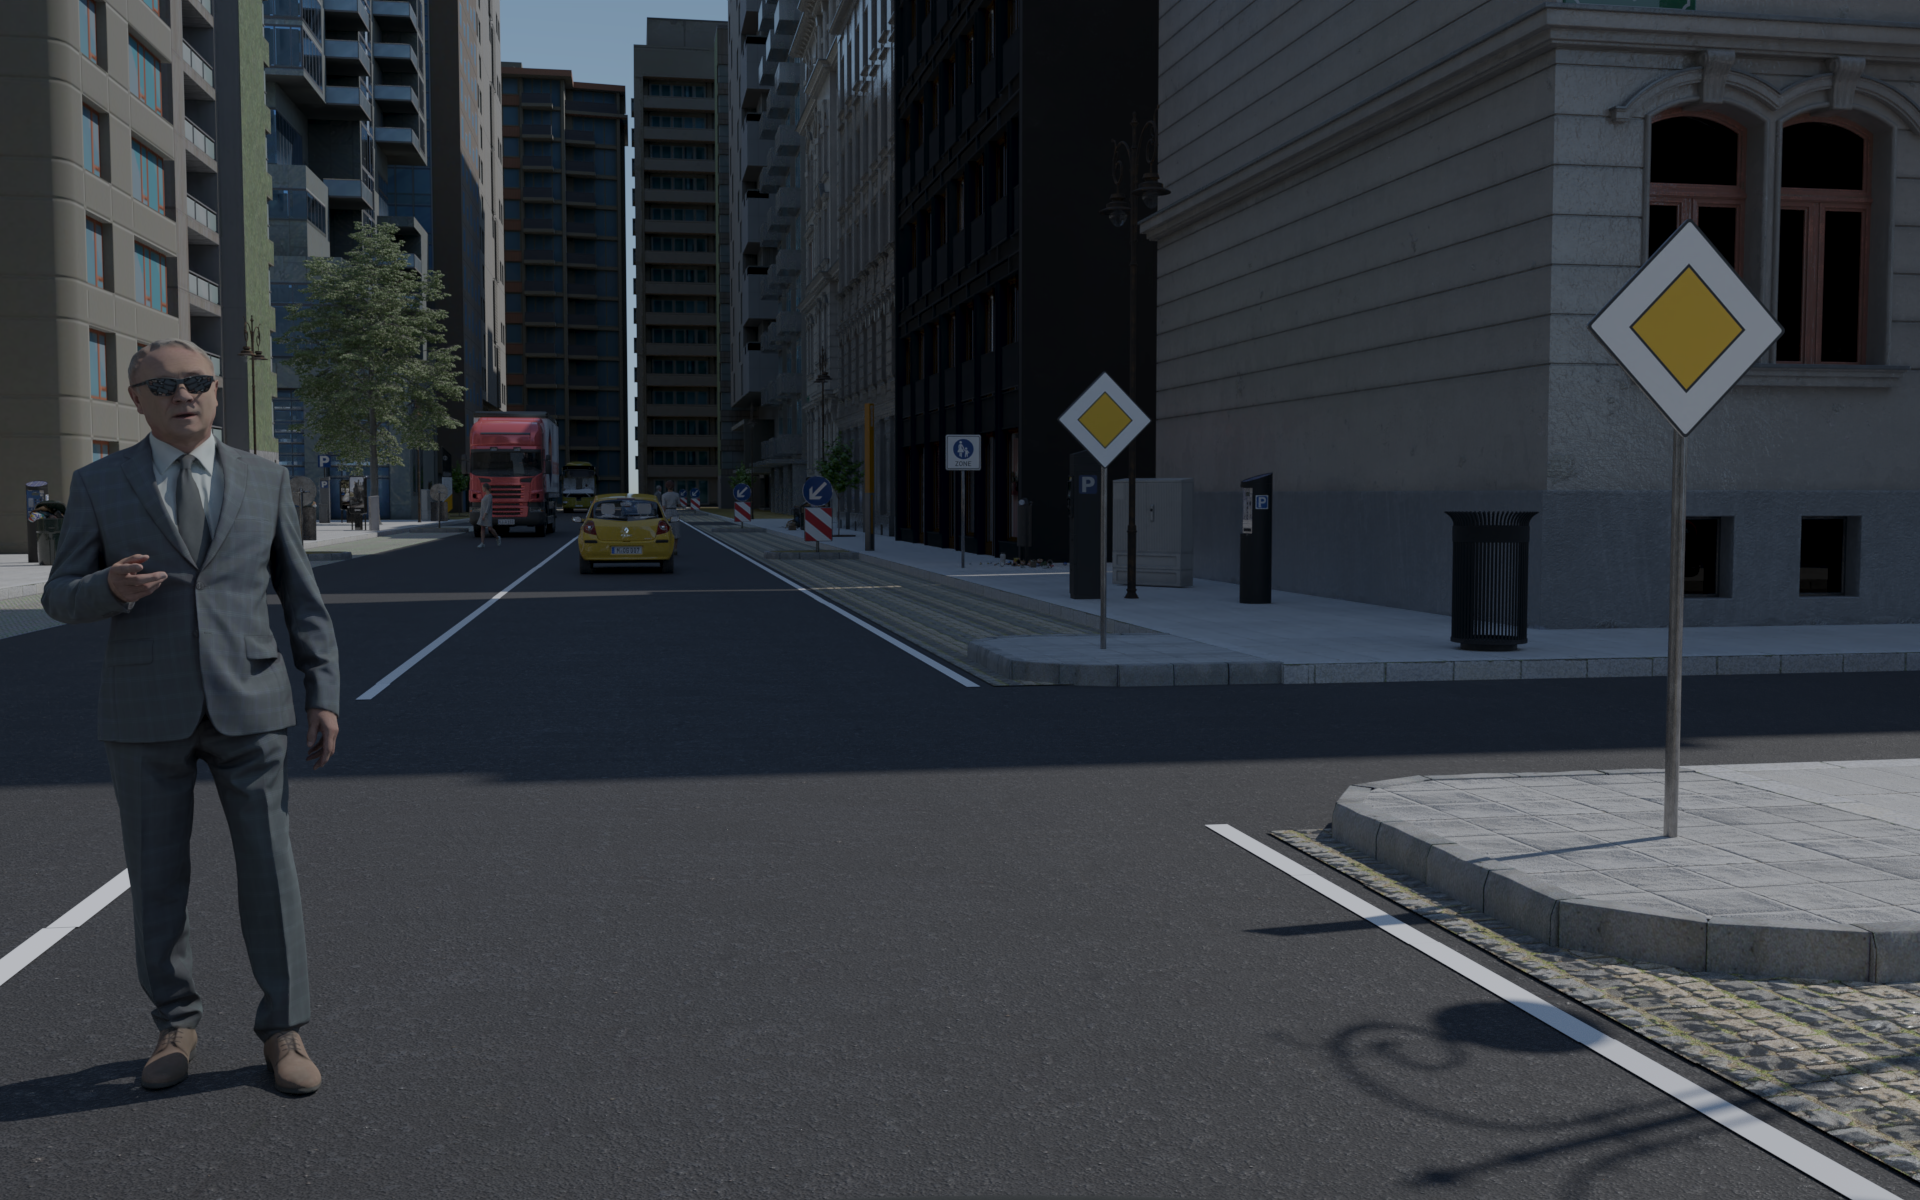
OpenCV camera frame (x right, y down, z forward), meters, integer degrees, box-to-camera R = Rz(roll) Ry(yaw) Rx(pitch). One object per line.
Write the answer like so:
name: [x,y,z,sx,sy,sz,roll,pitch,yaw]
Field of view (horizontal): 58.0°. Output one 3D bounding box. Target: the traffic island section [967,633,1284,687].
traffic island section: [1.205,0.485,14.354,2.009,0.180,2.903,-1,4,-11]

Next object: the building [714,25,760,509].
building: [-14.974,-28.904,156.175,14.154,41.232,14.086,-1,4,-11]

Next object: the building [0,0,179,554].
building: [-31.503,-11.227,28.600,27.650,21.520,28.899,-1,4,-11]

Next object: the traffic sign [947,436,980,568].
traffic sign: [0.051,-1.705,30.005,0.606,2.300,0.079,-1,4,-9]

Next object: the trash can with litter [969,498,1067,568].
trash can with litter: [1.112,-1.208,30.812,1.678,1.210,2.233,-1,4,-8]

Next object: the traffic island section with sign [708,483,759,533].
traffic island section with sign: [-8.330,-3.451,65.054,1.989,1.847,2.006,-1,4,-11]

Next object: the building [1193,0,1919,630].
building: [15.266,-14.450,23.649,23.554,28.519,14.401,-1,4,-11]

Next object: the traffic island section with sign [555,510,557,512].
traffic island section with sign: [-33.565,-8.027,139.870,1.989,1.847,2.006,-1,4,-11]

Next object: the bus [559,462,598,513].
bus: [-29.621,-8.768,134.898,2.896,3.916,12.252,-1,4,-11]

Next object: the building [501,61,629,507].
building: [-48.603,-32.010,177.991,28.867,44.769,22.147,-1,4,-11]

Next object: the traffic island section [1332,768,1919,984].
traffic island section: [2.680,0.965,6.506,2.009,0.180,2.903,-1,4,-11]

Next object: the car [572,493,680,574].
car: [-6.272,-1.366,32.553,2.015,1.641,3.980,-1,4,-11]

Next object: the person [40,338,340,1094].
person: [-1.817,0.277,4.148,0.661,1.801,0.590,-2,4,-29]

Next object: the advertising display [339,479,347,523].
advertising display: [-27.034,-4.379,76.810,0.123,1.923,0.974,3,5,40]

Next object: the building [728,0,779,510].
building: [-3.961,-33.458,136.270,28.713,52.752,27.495,-1,4,-11]

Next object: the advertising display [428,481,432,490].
advertising display: [-25.905,-4.862,84.711,0.123,1.923,0.974,-1,4,-13]

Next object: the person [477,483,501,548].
person: [-12.720,-2.288,46.653,0.466,1.731,0.760,2,4,25]

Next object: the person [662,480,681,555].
person: [-6.796,-1.935,40.702,0.480,1.755,0.524,-2,4,-26]

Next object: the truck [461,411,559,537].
truck: [-15.641,-4.413,61.062,2.839,4.237,11.283,-1,4,-10]

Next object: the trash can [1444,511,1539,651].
trash can: [4.375,-0.162,14.301,0.748,1.137,0.748,0,3,0]

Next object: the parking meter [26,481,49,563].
parking meter: [-17.251,-1.467,32.404,0.372,1.533,0.369,0,3,0]

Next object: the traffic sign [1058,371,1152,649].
traffic sign: [1.183,-0.650,14.272,0.795,2.450,0.064,-1,4,-11]

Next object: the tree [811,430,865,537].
tree: [-3.516,-3.517,52.099,1.663,3.219,1.824,0,3,0]

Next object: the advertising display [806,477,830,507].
advertising display: [-5.321,-3.656,64.985,0.974,1.923,0.123,1,4,23]

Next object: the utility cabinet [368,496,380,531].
utility cabinet: [-20.635,-3.045,60.952,0.306,1.237,1.020,-1,4,-23]

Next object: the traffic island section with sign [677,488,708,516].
traffic island section with sign: [-17.716,-6.504,114.973,1.989,1.847,2.006,-1,4,-11]

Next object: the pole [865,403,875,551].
pole: [-2.038,-2.764,39.029,0.158,3.312,0.155,0,3,0]

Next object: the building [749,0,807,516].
building: [-0.757,-29.844,107.557,23.786,49.044,30.456,-1,4,-11]

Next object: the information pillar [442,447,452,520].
information pillar: [-25.386,-5.769,85.679,0.504,3.616,0.183,-3,5,-40]

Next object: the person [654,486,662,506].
person: [-12.125,-3.736,69.987,0.834,1.777,0.661,-2,4,-31]

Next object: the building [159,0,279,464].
building: [-32.148,-22.917,58.291,14.154,41.232,14.086,-1,4,-11]

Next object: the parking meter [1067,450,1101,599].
parking meter: [1.520,-0.945,21.170,0.399,1.863,0.255,-1,4,-9]

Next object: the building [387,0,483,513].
building: [-41.392,-28.816,121.252,14.600,45.320,14.200,-1,4,-11]

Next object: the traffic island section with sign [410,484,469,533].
traffic island section with sign: [-19.415,-3.426,64.648,1.989,1.847,2.006,-1,4,-11]

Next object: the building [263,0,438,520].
building: [-41.249,-47.975,97.070,22.319,86.520,31.000,-1,4,-11]

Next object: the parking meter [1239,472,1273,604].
parking meter: [3.475,-0.729,20.332,0.372,1.533,0.369,0,3,0]

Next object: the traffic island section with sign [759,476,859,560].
traffic island section with sign: [-3.346,-1.829,38.530,1.989,1.847,2.006,-1,4,-11]

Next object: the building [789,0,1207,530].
building: [0.245,-17.770,77.929,14.401,28.519,23.554,-1,4,-11]

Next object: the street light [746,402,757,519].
street light: [-10.480,-7.005,87.318,0.468,5.910,1.993,-1,4,-11]

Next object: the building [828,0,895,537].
building: [1.579,-12.717,57.073,9.793,20.994,18.267,-1,4,-11]

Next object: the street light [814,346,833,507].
street light: [-4.275,-4.973,54.104,0.468,5.910,1.993,-1,4,-11]

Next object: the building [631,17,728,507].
building: [-23.435,-34.163,182.259,21.600,48.544,21.300,-1,4,-11]

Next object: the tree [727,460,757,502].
tree: [-12.562,-6.399,99.231,1.663,3.219,1.824,0,3,0]

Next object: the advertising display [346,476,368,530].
advertising display: [-21.418,-3.452,61.647,0.974,1.923,0.123,3,5,39]

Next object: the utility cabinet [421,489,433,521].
utility cabinet: [-25.582,-4.556,83.177,0.318,1.500,1.173,0,4,-5]

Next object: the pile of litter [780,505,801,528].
pile of litter: [-6.191,-3.220,66.611,1.719,0.858,1.176,1,4,22]

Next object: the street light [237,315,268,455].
street light: [-18.274,-4.409,44.869,0.468,5.910,1.993,-1,4,-11]

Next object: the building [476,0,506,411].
building: [-51.860,-33.824,142.256,27.495,52.752,28.713,-1,4,-11]

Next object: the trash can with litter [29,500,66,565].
trash can with litter: [-16.497,-1.221,31.345,0.624,1.170,1.055,-2,4,-28]

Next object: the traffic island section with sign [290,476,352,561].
traffic island section with sign: [-14.335,-1.773,37.621,1.989,1.847,2.006,-1,4,-11]

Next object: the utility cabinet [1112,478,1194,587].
utility cabinet: [2.667,-0.940,24.049,1.173,1.500,0.318,3,5,43]

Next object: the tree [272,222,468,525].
tree: [-24.479,-9.422,72.182,7.486,12.596,7.792,0,3,0]

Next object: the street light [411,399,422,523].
street light: [-24.369,-6.429,77.908,0.468,5.910,1.993,-1,4,-11]

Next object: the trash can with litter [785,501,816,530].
trash can with litter: [-5.648,-3.052,61.285,1.055,1.170,0.624,-1,4,-15]

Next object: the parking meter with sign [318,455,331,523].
parking meter with sign: [-28.217,-4.929,76.854,0.543,3.016,1.738,-1,4,-18]

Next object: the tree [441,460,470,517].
tree: [-28.738,-6.374,98.810,1.663,3.219,1.824,0,3,0]

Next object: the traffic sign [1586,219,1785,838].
traffic sign: [2.659,-0.170,6.424,0.795,2.450,0.064,-1,4,-11]

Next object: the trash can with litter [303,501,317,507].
trash can with litter: [-24.503,-3.278,64.984,0.624,1.170,1.055,-1,4,-16]

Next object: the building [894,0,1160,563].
building: [5.719,-12.879,40.250,12.332,23.373,15.834,-1,4,-11]

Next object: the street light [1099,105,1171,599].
street light: [2.109,-2.956,21.123,0.468,5.910,1.993,-1,4,-11]
